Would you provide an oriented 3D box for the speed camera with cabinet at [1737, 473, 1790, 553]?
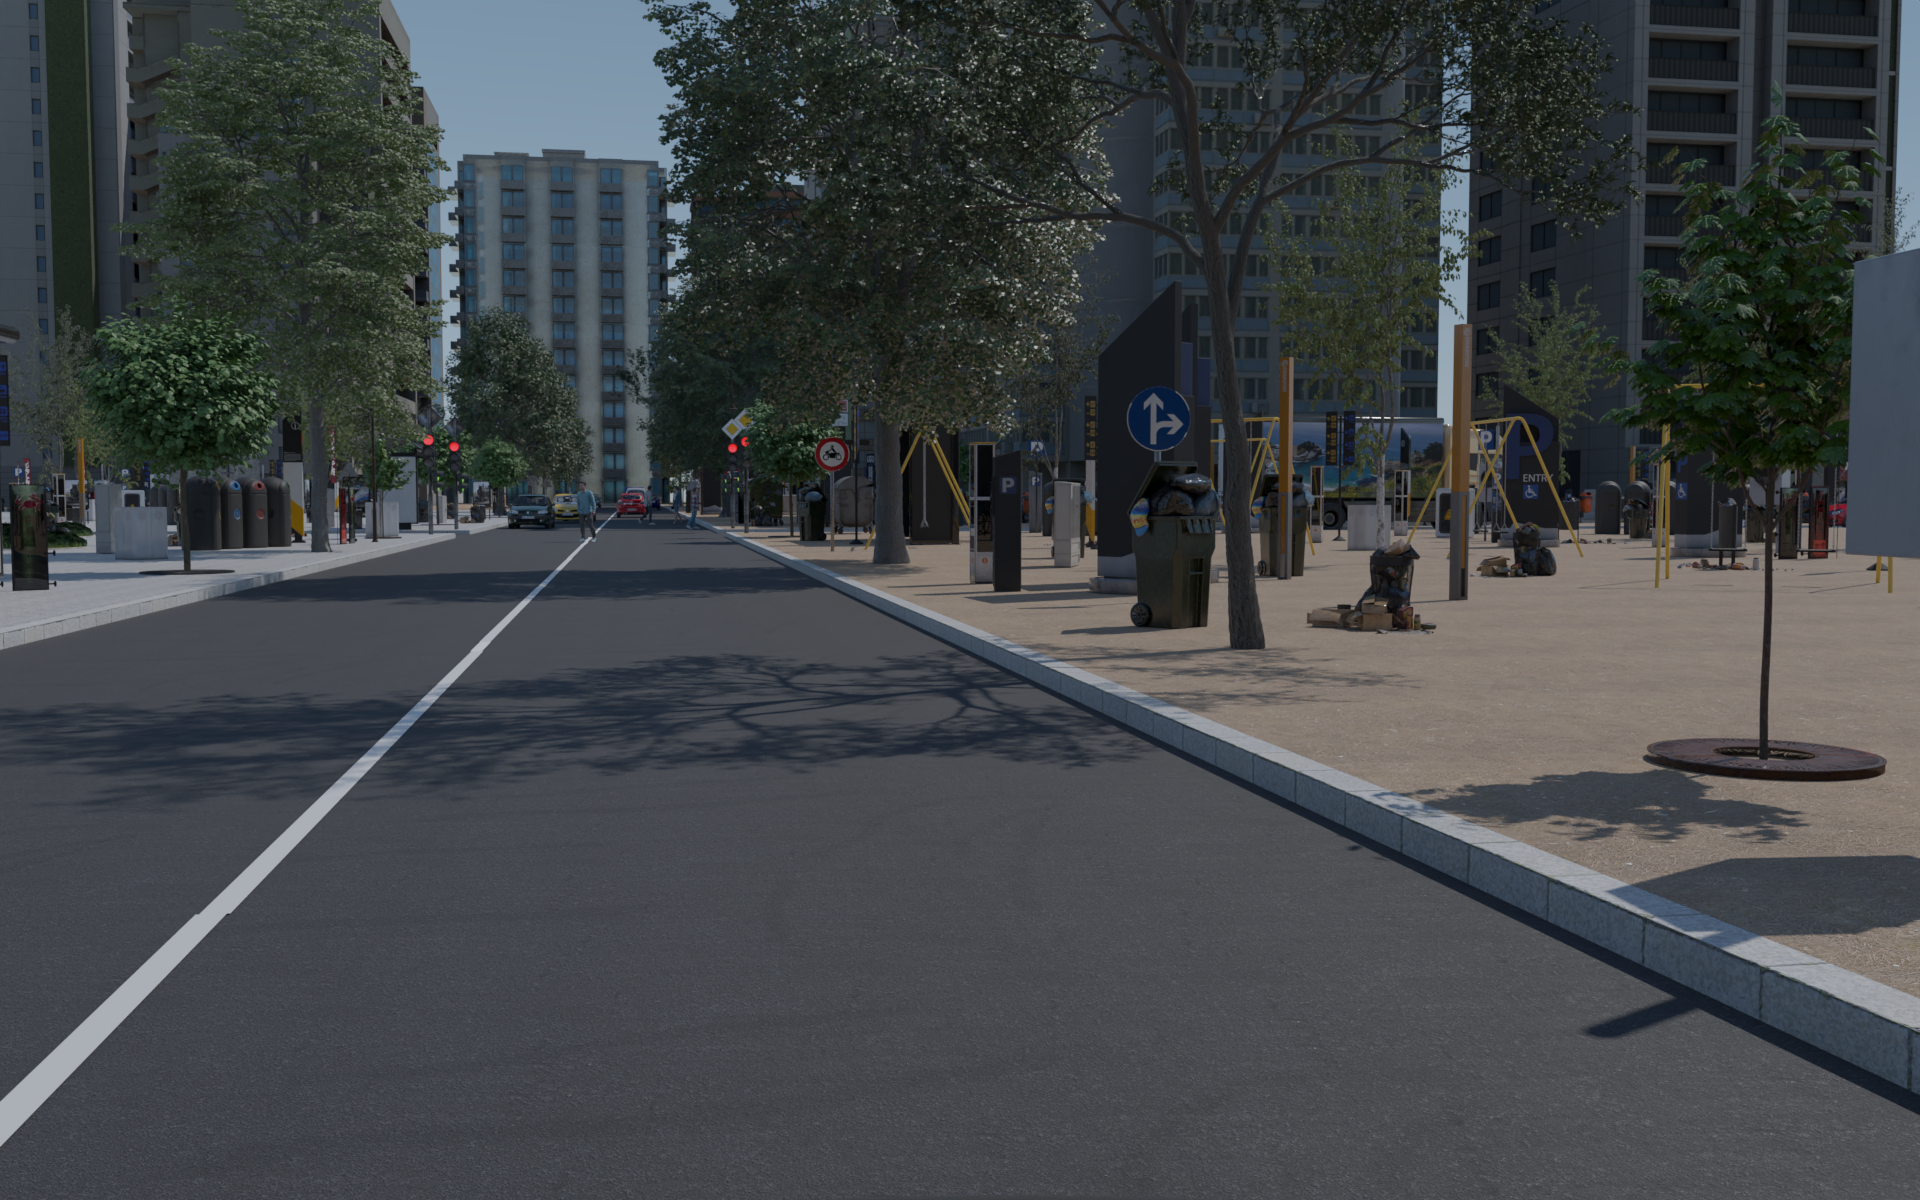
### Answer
[{"bbox_3d":[17.006,-2.665,37.902,2.038,3.252,0.660,3,5,43],"label":"speed camera with cabinet"}]

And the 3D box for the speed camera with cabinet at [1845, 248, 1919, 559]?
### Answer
[{"bbox_3d":[4.369,-0.733,6.321,2.038,3.252,0.660,0,4,-5],"label":"speed camera with cabinet"}]

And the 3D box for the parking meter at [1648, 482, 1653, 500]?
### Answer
[{"bbox_3d":[34.130,-4.875,85.410,0.399,1.863,0.255,1,4,21],"label":"parking meter"}]

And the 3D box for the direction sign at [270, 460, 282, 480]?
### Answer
[{"bbox_3d":[-45.107,-7.475,114.216,0.876,3.537,0.379,1,4,15],"label":"direction sign"}]

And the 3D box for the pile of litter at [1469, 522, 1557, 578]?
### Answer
[{"bbox_3d":[8.654,-0.809,27.187,1.719,0.858,1.176,-2,4,-24],"label":"pile of litter"}]

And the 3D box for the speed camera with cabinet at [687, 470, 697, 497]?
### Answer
[{"bbox_3d":[-17.697,-7.614,118.820,2.038,3.252,0.660,-1,4,-10],"label":"speed camera with cabinet"}]

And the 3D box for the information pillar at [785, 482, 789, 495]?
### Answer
[{"bbox_3d":[-12.852,-8.418,128.993,0.183,3.616,0.504,-3,5,-41],"label":"information pillar"}]

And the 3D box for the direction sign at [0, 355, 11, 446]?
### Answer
[{"bbox_3d":[-15.802,-2.200,27.975,0.379,3.537,0.876,3,5,42],"label":"direction sign"}]

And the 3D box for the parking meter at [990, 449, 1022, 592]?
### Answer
[{"bbox_3d":[0.602,-1.045,22.789,0.399,1.863,0.255,0,4,-5],"label":"parking meter"}]

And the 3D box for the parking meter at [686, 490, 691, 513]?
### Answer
[{"bbox_3d":[-18.287,-6.620,116.648,0.372,1.533,0.369,0,3,0],"label":"parking meter"}]

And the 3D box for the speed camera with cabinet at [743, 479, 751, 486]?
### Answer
[{"bbox_3d":[-12.582,-6.981,108.475,2.038,3.252,0.660,1,4,10],"label":"speed camera with cabinet"}]

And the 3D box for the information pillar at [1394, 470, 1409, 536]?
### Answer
[{"bbox_3d":[13.525,-2.972,53.087,0.304,2.012,0.304,-3,5,-42],"label":"information pillar"}]

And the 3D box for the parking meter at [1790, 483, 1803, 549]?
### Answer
[{"bbox_3d":[19.430,-1.956,40.386,0.372,1.533,0.369,0,3,0],"label":"parking meter"}]

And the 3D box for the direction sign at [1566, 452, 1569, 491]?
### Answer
[{"bbox_3d":[32.570,-6.172,92.911,0.379,3.537,0.876,1,4,14],"label":"direction sign"}]

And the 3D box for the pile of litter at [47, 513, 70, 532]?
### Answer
[{"bbox_3d":[-23.316,-1.840,44.041,1.719,0.858,1.176,-2,4,-25],"label":"pile of litter"}]

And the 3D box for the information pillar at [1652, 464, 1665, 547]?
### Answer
[{"bbox_3d":[16.910,-2.281,41.782,0.304,2.012,0.304,0,4,4],"label":"information pillar"}]

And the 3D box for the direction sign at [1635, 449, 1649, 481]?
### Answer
[{"bbox_3d":[33.999,-5.773,86.380,0.876,3.537,0.379,-2,4,-24],"label":"direction sign"}]

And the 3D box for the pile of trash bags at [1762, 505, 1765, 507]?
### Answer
[{"bbox_3d":[34.566,-4.093,76.678,1.912,1.369,3.447,3,5,40],"label":"pile of trash bags"}]

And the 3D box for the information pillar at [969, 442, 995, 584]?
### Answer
[{"bbox_3d":[0.317,-1.238,24.739,0.304,2.012,0.304,-1,4,-15],"label":"information pillar"}]

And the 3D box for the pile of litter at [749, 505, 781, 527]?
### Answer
[{"bbox_3d":[-7.871,-3.341,68.596,1.719,0.858,1.176,2,4,35],"label":"pile of litter"}]

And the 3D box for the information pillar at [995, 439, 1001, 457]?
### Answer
[{"bbox_3d":[1.537,-5.052,73.958,0.504,3.616,0.183,-1,4,-14],"label":"information pillar"}]

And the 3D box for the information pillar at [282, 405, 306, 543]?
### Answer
[{"bbox_3d":[-17.445,-3.302,45.350,0.504,3.616,0.183,-1,4,-9],"label":"information pillar"}]

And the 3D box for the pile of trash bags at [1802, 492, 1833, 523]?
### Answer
[{"bbox_3d":[37.818,-4.067,76.246,1.912,1.369,3.447,0,4,-4],"label":"pile of trash bags"}]

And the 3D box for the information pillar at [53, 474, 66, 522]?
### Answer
[{"bbox_3d":[-32.539,-3.553,62.585,0.304,2.012,0.304,3,4,36],"label":"information pillar"}]

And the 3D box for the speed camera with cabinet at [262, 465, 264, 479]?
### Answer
[{"bbox_3d":[-47.668,-7.529,117.434,0.660,3.252,2.038,-3,5,-40],"label":"speed camera with cabinet"}]

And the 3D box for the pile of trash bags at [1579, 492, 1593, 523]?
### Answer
[{"bbox_3d":[26.560,-4.075,76.373,3.447,1.369,1.912,-2,4,-27],"label":"pile of trash bags"}]

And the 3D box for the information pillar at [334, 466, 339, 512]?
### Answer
[{"bbox_3d":[-44.213,-8.041,122.829,0.183,3.616,0.504,0,4,7],"label":"information pillar"}]

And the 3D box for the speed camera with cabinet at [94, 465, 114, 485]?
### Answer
[{"bbox_3d":[-64.105,-8.235,128.971,2.038,3.252,0.660,-1,4,-23],"label":"speed camera with cabinet"}]

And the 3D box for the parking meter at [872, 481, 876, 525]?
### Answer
[{"bbox_3d":[-3.468,-4.069,72.232,0.399,1.863,0.255,1,4,15],"label":"parking meter"}]

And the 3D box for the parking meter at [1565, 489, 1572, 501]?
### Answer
[{"bbox_3d":[30.862,-4.861,87.882,0.372,1.533,0.369,0,3,0],"label":"parking meter"}]

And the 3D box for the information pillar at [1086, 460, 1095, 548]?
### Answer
[{"bbox_3d":[3.140,-3.075,41.626,0.183,3.616,0.504,-1,4,-13],"label":"information pillar"}]

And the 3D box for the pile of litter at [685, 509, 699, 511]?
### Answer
[{"bbox_3d":[-20.438,-7.265,132.753,1.176,0.858,1.719,-1,4,-20],"label":"pile of litter"}]

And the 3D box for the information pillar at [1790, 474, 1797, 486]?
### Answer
[{"bbox_3d":[21.285,-2.452,44.583,0.304,2.012,0.304,-1,4,-14],"label":"information pillar"}]

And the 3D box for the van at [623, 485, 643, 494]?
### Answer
[{"bbox_3d":[-29.760,-9.433,158.608,2.240,2.365,5.245,-1,4,-10],"label":"van"}]

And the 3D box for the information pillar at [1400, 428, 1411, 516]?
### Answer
[{"bbox_3d":[15.642,-4.253,60.890,0.183,3.616,0.504,-2,4,-25],"label":"information pillar"}]

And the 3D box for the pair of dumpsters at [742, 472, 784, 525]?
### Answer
[{"bbox_3d":[-8.193,-4.281,72.490,1.574,2.255,4.437,-1,4,-11],"label":"pair of dumpsters"}]

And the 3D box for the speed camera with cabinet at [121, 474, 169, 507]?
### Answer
[{"bbox_3d":[-36.119,-5.033,76.631,2.038,3.252,0.660,-3,5,-40],"label":"speed camera with cabinet"}]

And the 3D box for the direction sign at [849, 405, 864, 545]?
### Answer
[{"bbox_3d":[-2.643,-3.187,44.100,0.379,3.537,0.876,0,4,6],"label":"direction sign"}]

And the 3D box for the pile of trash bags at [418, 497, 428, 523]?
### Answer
[{"bbox_3d":[-24.690,-4.129,77.267,1.912,1.369,3.447,-1,4,-15],"label":"pile of trash bags"}]

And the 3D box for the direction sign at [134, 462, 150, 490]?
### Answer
[{"bbox_3d":[-52.797,-7.331,111.860,0.876,3.537,0.379,-2,4,-32],"label":"direction sign"}]

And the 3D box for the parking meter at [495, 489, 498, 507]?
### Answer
[{"bbox_3d":[-35.494,-7.795,133.159,0.399,1.863,0.255,-2,4,-28],"label":"parking meter"}]

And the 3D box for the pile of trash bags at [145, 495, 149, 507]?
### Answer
[{"bbox_3d":[-54.110,-6.422,114.758,3.447,1.369,1.912,0,4,-5],"label":"pile of trash bags"}]

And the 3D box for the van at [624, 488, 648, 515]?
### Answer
[{"bbox_3d":[-22.496,-6.934,120.378,2.013,2.044,4.112,-1,4,-10],"label":"van"}]

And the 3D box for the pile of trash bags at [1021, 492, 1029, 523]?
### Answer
[{"bbox_3d":[2.685,-4.050,75.963,1.912,1.369,3.447,-1,4,-10],"label":"pile of trash bags"}]

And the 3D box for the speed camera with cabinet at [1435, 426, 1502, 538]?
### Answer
[{"bbox_3d":[14.937,-3.437,50.533,0.660,3.252,2.038,-3,5,-45],"label":"speed camera with cabinet"}]

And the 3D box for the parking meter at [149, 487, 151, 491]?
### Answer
[{"bbox_3d":[-59.251,-7.420,127.027,0.255,1.863,0.399,1,4,15],"label":"parking meter"}]

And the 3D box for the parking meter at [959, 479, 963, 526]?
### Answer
[{"bbox_3d":[-0.080,-3.883,69.192,0.255,1.863,0.399,3,5,41],"label":"parking meter"}]

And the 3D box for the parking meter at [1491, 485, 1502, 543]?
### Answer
[{"bbox_3d":[14.180,-2.271,45.537,0.372,1.533,0.369,0,3,0],"label":"parking meter"}]

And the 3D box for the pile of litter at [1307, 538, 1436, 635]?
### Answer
[{"bbox_3d":[3.941,-0.164,16.644,1.176,0.858,1.719,0,4,3],"label":"pile of litter"}]

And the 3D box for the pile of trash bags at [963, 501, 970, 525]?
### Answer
[{"bbox_3d":[-1.339,-3.805,71.957,3.447,1.369,1.912,0,4,-6],"label":"pile of trash bags"}]

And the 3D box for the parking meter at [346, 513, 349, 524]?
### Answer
[{"bbox_3d":[-26.736,-4.097,75.402,0.372,1.533,0.369,0,3,0],"label":"parking meter"}]

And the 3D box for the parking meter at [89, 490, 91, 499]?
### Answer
[{"bbox_3d":[-48.417,-5.386,96.466,0.372,1.533,0.369,0,3,0],"label":"parking meter"}]

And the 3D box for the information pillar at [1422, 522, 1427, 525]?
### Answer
[{"bbox_3d":[19.047,-4.864,70.889,0.183,3.616,0.504,1,4,15],"label":"information pillar"}]

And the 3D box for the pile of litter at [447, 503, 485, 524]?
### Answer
[{"bbox_3d":[-21.558,-3.800,76.097,1.176,0.858,1.719,2,4,23],"label":"pile of litter"}]

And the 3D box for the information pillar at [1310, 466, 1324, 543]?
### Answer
[{"bbox_3d":[9.354,-2.502,45.404,0.304,2.012,0.304,1,4,21],"label":"information pillar"}]
